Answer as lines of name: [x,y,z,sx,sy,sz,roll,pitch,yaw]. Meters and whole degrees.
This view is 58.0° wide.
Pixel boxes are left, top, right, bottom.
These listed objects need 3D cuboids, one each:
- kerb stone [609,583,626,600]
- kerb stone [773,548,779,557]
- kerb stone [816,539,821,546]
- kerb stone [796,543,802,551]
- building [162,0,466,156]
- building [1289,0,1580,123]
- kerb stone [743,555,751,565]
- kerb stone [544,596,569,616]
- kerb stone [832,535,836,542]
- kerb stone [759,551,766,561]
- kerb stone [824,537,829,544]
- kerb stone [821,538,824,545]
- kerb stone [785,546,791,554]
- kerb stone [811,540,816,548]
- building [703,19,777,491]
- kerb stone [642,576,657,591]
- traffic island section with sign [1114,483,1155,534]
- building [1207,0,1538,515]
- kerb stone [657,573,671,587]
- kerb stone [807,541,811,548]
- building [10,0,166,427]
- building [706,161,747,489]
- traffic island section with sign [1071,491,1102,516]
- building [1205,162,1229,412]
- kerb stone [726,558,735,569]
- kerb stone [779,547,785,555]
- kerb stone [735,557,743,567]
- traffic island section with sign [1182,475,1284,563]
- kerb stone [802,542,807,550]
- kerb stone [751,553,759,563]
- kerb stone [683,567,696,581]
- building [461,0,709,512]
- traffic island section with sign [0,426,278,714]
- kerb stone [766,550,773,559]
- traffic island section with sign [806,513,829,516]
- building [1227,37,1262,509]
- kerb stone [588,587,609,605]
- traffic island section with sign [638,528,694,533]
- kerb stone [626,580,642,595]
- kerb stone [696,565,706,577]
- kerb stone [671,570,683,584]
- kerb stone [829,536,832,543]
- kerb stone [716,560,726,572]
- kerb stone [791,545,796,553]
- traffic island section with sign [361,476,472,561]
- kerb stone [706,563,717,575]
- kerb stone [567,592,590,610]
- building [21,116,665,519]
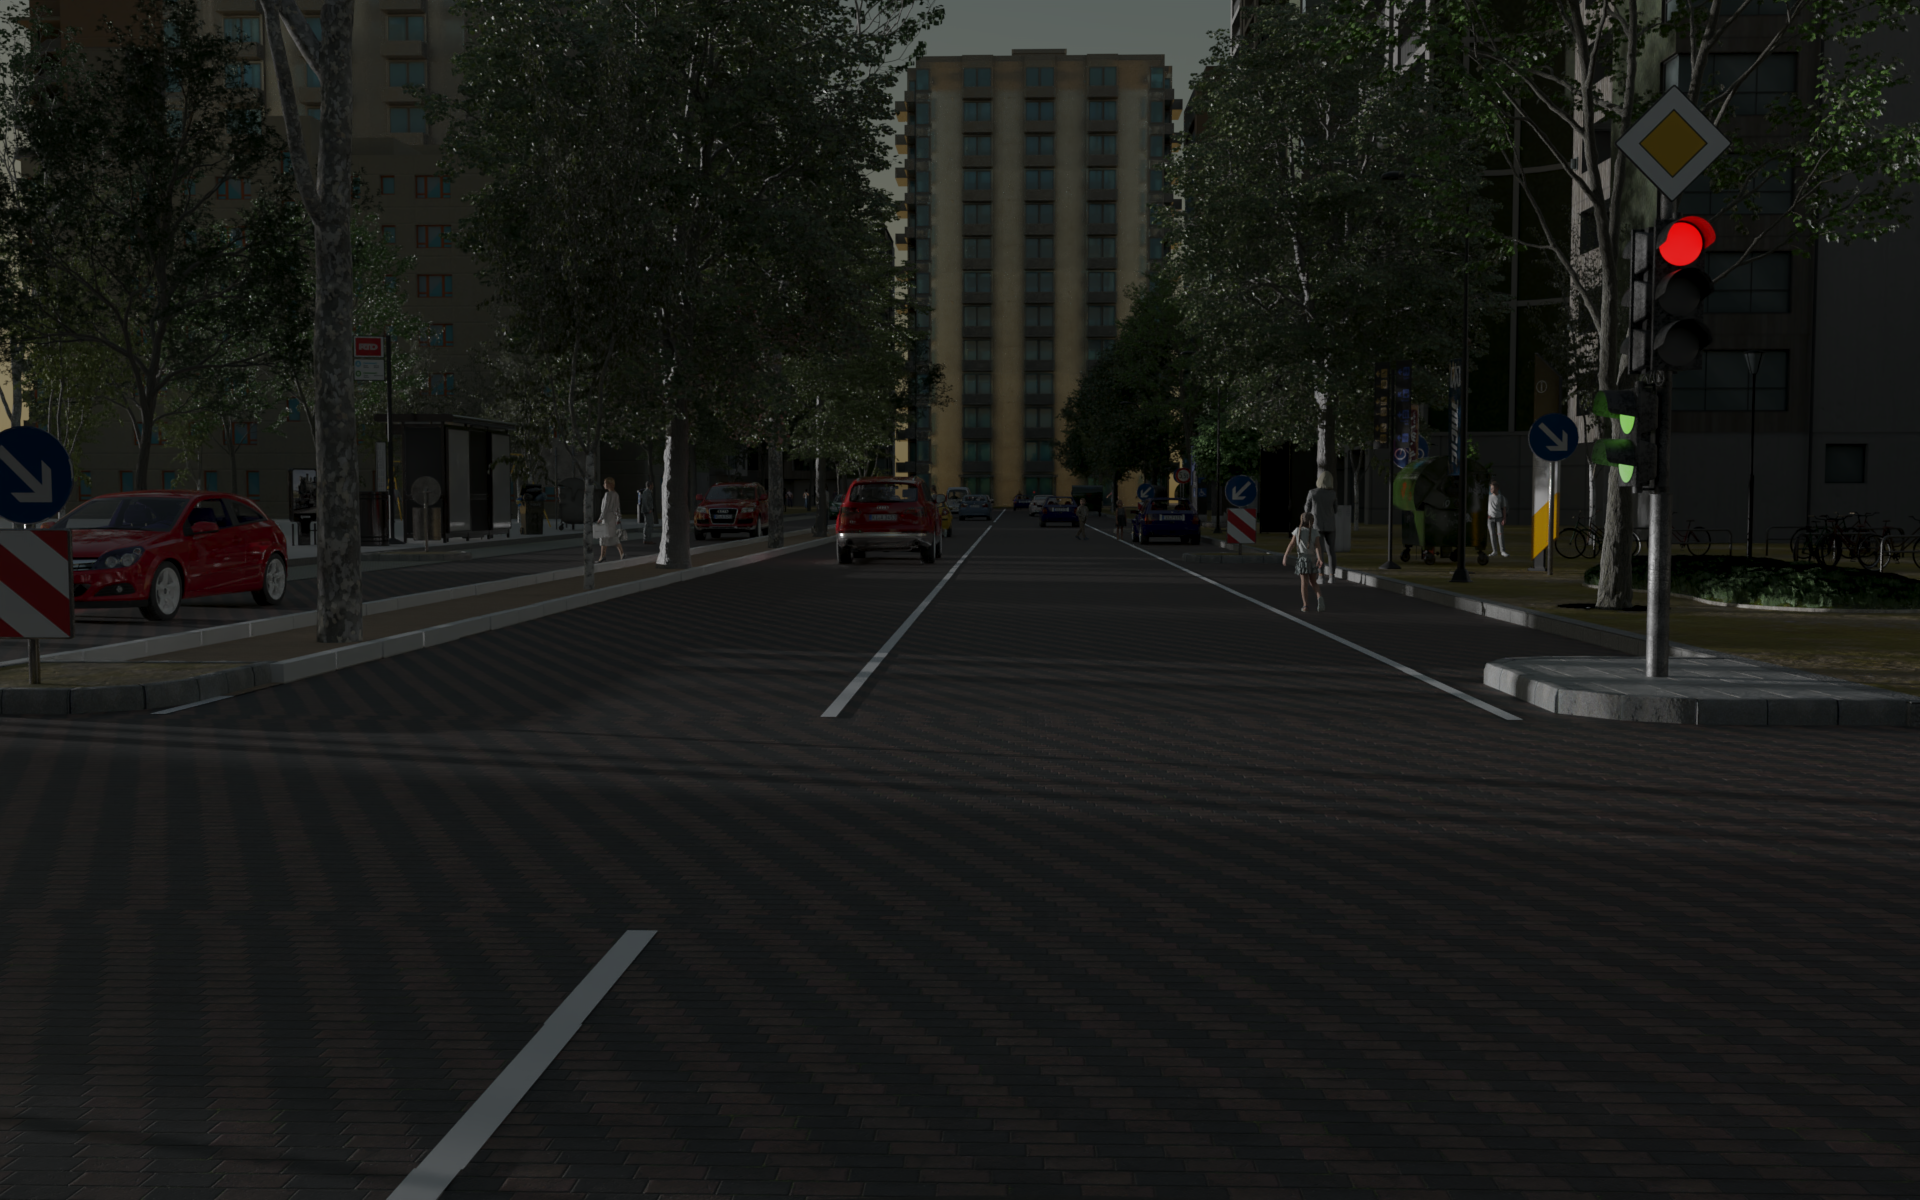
kerb stone: [-4.804,-0.101,23.839,0.120,0.150,1.000,0,4,2]
kerb stone: [-4.286,-1.040,39.202,0.120,0.150,1.000,0,4,2]
kerb stone: [-4.000,-1.540,47.381,0.120,0.150,1.000,0,4,2]
kerb stone: [-4.143,-1.290,43.291,0.120,0.150,1.000,0,4,2]
building: [-48.805,-32.139,145.082,30.456,49.044,23.786,0,4,2]
building: [25.181,-19.944,97.793,14.160,30.474,14.107,0,4,2]
kerb stone: [-4.422,-0.784,35.115,0.120,0.150,1.000,0,4,2]
kerb stone: [-4.907,0.088,20.757,0.120,0.150,1.000,0,4,2]
kerb stone: [-3.867,-1.782,51.483,0.120,0.150,1.000,0,4,2]
kerb stone: [-4.351,-0.911,37.159,0.120,0.150,1.000,0,4,2]
kerb stone: [-3.932,-1.666,49.435,0.120,0.150,1.000,0,4,2]
kerb stone: [-3.979,-1.603,48.403,0.120,0.150,1.000,0,4,2]
kerb stone: [-4.215,-1.165,41.245,0.120,0.150,1.000,0,4,2]
kerb stone: [-4.042,-1.478,46.359,0.120,0.150,1.000,0,4,2]
building: [-31.568,-45.905,188.800,20.611,71.187,20.563,0,4,2]
kerb stone: [-4.729,-0.223,25.898,0.120,0.150,1.000,0,4,2]
traffic island section with sign: [6.674,-3.369,63.716,1.989,1.847,2.006,0,4,2]
building: [29.402,-42.243,128.927,20.563,71.187,20.611,0,4,2]
kerb stone: [-4.696,-0.283,26.925,0.120,0.150,1.000,0,4,2]
kerb stone: [-4.083,-1.415,45.335,0.120,0.150,1.000,0,4,2]
building: [-71.029,-30.614,150.653,14.200,45.320,14.600,0,4,2]
building: [-25.905,-23.093,149.267,14.107,30.474,14.160,0,4,2]
traffic island section with sign: [8.398,-6.508,115.038,1.989,1.847,2.006,0,4,2]
building: [27.583,-22.989,147.567,14.160,30.474,14.107,0,4,2]
kerb stone: [-4.494,-0.665,33.068,0.120,0.150,1.000,0,4,2]
kerb stone: [-4.253,-1.100,40.224,0.120,0.150,1.000,0,4,2]
kerb stone: [-4.458,-0.725,34.094,0.120,0.150,1.000,0,4,2]
traffic island section with sign: [5.763,-1.722,36.776,1.989,1.847,2.006,0,4,2]
kerb stone: [-4.110,-1.351,44.314,0.120,0.150,1.000,0,4,2]
kerb stone: [-4.383,-0.853,36.137,0.120,0.150,1.000,0,4,2]
kerb stone: [-4.616,-0.415,28.978,0.120,0.150,1.000,0,4,2]
building: [-26.289,-26.922,123.775,14.154,41.232,14.086,0,4,2]
traffic island section with sign: [-6.225,-0.250,12.226,2.006,1.907,1.989,0,4,2]
kerb stone: [-4.312,-0.974,38.180,0.120,0.150,1.000,0,4,2]
traffic island section with sign: [-9.138,-6.491,114.763,1.989,1.847,2.006,0,4,2]
building: [25.514,-20.820,112.100,14.160,30.474,14.107,0,4,2]
kerb stone: [-4.835,-0.038,22.817,0.120,0.150,1.000,0,4,2]
traffic island section with sign: [-10.837,-3.420,64.553,1.989,1.847,2.006,0,4,2]
kerb stone: [-4.771,-0.162,24.867,0.120,0.150,1.000,0,4,2]
kerb stone: [-4.593,-0.477,30.001,0.120,0.150,1.000,0,4,2]
kerb stone: [-4.668,-0.350,27.948,0.120,0.150,1.000,0,4,2]
kerb stone: [-3.905,-1.729,50.457,0.120,0.150,1.000,0,4,2]
kerb stone: [-4.521,-0.602,32.044,0.120,0.150,1.000,0,4,2]
kerb stone: [-4.178,-1.227,42.267,0.120,0.150,1.000,0,4,2]
traffic island section with sign: [-11.735,-1.773,37.612,1.989,1.847,2.006,0,4,2]
kerb stone: [-4.551,-0.537,31.022,0.120,0.150,1.000,0,4,2]
kerb stone: [-4.870,0.025,21.784,0.120,0.150,1.000,0,4,2]
building: [-33.837,-15.788,103.166,27.650,21.520,28.899,0,4,2]
